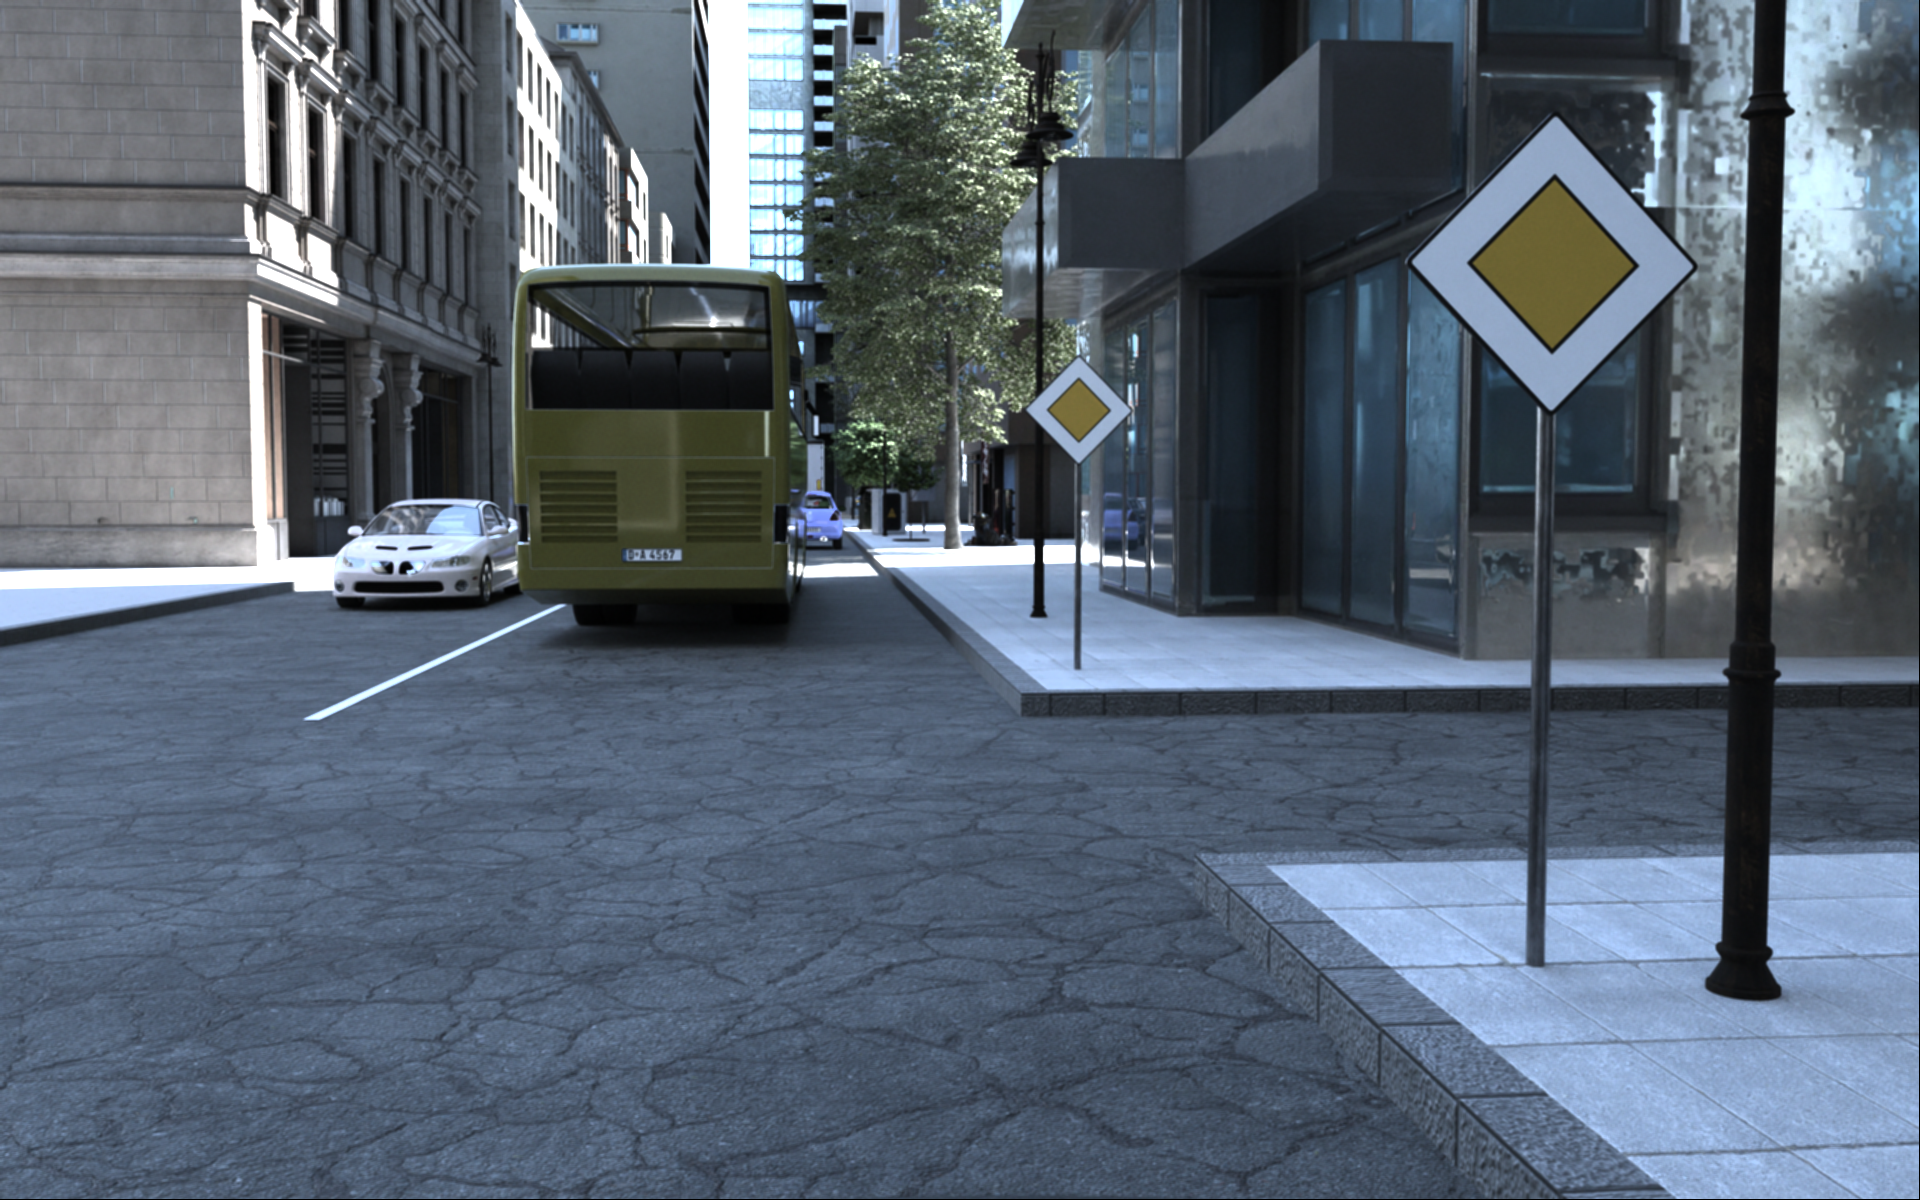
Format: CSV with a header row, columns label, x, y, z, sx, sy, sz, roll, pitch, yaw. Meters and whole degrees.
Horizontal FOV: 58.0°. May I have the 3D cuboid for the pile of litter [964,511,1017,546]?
label,x,y,z,sx,sy,sz,roll,pitch,yaw
pile of litter,0.714,-1.789,43.222,1.176,0.858,1.719,-2,4,-30

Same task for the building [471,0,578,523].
label,x,y,z,sx,sy,sz,roll,pitch,yaw
building,-19.419,-12.504,59.194,10.420,20.320,16.860,0,4,-5

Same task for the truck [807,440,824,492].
label,x,y,z,sx,sy,sz,roll,pitch,yaw
truck,-8.884,-6.464,94.596,2.839,4.237,11.283,0,4,-7

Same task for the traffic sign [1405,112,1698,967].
label,x,y,z,sx,sy,sz,roll,pitch,yaw
traffic sign,1.564,-0.062,4.655,0.795,2.450,0.064,0,4,-5

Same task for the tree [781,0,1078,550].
label,x,y,z,sx,sy,sz,roll,pitch,yaw
tree,-0.164,-7.396,39.056,7.486,12.596,7.792,0,3,0

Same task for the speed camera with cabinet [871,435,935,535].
label,x,y,z,sx,sy,sz,roll,pitch,yaw
speed camera with cabinet,-1.806,-3.735,55.405,2.038,3.252,0.660,-2,4,-29

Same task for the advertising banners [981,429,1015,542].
label,x,y,z,sx,sy,sz,roll,pitch,yaw
advertising banners,0.992,-3.066,46.317,0.090,3.025,2.074,-1,4,-23

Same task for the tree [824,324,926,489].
label,x,y,z,sx,sy,sz,roll,pitch,yaw
tree,-3.350,-7.395,71.263,4.360,8.622,3.978,0,3,0

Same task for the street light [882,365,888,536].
label,x,y,z,sx,sy,sz,roll,pitch,yaw
street light,-2.288,-4.887,52.688,0.468,5.910,1.993,0,4,-5

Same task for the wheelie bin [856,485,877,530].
label,x,y,z,sx,sy,sz,roll,pitch,yaw
wheelie bin,-3.219,-3.296,61.798,0.980,1.594,0.693,-2,4,-32

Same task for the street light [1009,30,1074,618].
label,x,y,z,sx,sy,sz,roll,pitch,yaw
street light,0.823,-2.759,17.903,0.468,5.910,1.993,0,4,-5

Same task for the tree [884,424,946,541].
label,x,y,z,sx,sy,sz,roll,pitch,yaw
tree,-1.433,-3.216,47.178,1.663,3.219,1.824,0,3,0

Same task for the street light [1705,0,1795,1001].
label,x,y,z,sx,sy,sz,roll,pitch,yaw
street light,2.022,-1.927,4.294,0.468,5.910,1.993,0,4,-5

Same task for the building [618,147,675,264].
label,x,y,z,sx,sy,sz,roll,pitch,yaw
building,-31.396,-15.582,99.806,27.650,21.520,28.899,0,4,-5

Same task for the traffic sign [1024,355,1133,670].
label,x,y,z,sx,sy,sz,roll,pitch,yaw
traffic sign,0.857,-0.548,12.609,0.795,2.450,0.064,0,4,-5

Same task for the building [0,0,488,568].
label,x,y,z,sx,sy,sz,roll,pitch,yaw
building,-16.811,-10.992,30.630,10.553,20.767,40.483,0,4,-5

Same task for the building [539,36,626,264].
label,x,y,z,sx,sy,sz,roll,pitch,yaw
building,-20.619,-13.915,76.667,9.793,20.994,18.267,0,4,-5

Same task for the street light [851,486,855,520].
label,x,y,z,sx,sy,sz,roll,pitch,yaw
street light,-5.387,-6.992,87.109,0.468,5.910,1.993,0,4,-5

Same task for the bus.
label,x,y,z,sx,sy,sz,roll,pitch,yaw
bus,-3.263,-1.856,21.900,2.896,3.916,12.252,0,4,-4

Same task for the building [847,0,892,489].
label,x,y,z,sx,sy,sz,roll,pitch,yaw
building,4.930,-33.399,135.305,28.713,52.752,27.495,0,4,-5

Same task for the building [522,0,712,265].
label,x,y,z,sx,sy,sz,roll,pitch,yaw
building,-29.209,-30.628,124.476,21.300,48.544,21.600,0,4,-5

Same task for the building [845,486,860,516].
label,x,y,z,sx,sy,sz,roll,pitch,yaw
building,8.902,-25.581,110.130,32.217,40.220,23.993,0,4,-5

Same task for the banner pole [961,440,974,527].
label,x,y,z,sx,sy,sz,roll,pitch,yaw
banner pole,0.251,-4.676,66.475,0.401,3.779,0.863,2,4,31

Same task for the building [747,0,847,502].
label,x,y,z,sx,sy,sz,roll,pitch,yaw
building,-10.271,-53.097,180.805,31.000,86.520,22.319,0,4,-5

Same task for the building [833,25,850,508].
label,x,y,z,sx,sy,sz,roll,pitch,yaw
building,-4.331,-28.873,155.669,14.154,41.232,14.086,0,4,-5

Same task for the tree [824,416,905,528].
label,x,y,z,sx,sy,sz,roll,pitch,yaw
tree,-3.549,-5.058,66.418,4.285,4.588,4.351,0,3,0

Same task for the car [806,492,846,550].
label,x,y,z,sx,sy,sz,roll,pitch,yaw
car,-3.988,-2.226,45.981,1.945,1.707,3.694,0,4,-5

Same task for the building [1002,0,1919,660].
label,x,y,z,sx,sy,sz,roll,pitch,yaw
building,15.745,-24.640,22.473,30.456,49.044,23.786,0,4,-5

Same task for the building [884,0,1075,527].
label,x,y,z,sx,sy,sz,roll,pitch,yaw
building,3.679,-26.329,80.594,14.600,45.320,14.200,0,4,-5

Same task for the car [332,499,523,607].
label,x,y,z,sx,sy,sz,roll,pitch,yaw
car,-7.070,-0.679,23.458,2.083,1.381,4.827,0,4,-5

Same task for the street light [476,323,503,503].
label,x,y,z,sx,sy,sz,roll,pitch,yaw
street light,-12.738,-4.540,47.017,0.468,5.910,1.993,0,4,-5

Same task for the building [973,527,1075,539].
label,x,y,z,sx,sy,sz,roll,pitch,yaw
building,7.604,-24.769,55.078,14.600,45.320,14.200,0,4,-5
